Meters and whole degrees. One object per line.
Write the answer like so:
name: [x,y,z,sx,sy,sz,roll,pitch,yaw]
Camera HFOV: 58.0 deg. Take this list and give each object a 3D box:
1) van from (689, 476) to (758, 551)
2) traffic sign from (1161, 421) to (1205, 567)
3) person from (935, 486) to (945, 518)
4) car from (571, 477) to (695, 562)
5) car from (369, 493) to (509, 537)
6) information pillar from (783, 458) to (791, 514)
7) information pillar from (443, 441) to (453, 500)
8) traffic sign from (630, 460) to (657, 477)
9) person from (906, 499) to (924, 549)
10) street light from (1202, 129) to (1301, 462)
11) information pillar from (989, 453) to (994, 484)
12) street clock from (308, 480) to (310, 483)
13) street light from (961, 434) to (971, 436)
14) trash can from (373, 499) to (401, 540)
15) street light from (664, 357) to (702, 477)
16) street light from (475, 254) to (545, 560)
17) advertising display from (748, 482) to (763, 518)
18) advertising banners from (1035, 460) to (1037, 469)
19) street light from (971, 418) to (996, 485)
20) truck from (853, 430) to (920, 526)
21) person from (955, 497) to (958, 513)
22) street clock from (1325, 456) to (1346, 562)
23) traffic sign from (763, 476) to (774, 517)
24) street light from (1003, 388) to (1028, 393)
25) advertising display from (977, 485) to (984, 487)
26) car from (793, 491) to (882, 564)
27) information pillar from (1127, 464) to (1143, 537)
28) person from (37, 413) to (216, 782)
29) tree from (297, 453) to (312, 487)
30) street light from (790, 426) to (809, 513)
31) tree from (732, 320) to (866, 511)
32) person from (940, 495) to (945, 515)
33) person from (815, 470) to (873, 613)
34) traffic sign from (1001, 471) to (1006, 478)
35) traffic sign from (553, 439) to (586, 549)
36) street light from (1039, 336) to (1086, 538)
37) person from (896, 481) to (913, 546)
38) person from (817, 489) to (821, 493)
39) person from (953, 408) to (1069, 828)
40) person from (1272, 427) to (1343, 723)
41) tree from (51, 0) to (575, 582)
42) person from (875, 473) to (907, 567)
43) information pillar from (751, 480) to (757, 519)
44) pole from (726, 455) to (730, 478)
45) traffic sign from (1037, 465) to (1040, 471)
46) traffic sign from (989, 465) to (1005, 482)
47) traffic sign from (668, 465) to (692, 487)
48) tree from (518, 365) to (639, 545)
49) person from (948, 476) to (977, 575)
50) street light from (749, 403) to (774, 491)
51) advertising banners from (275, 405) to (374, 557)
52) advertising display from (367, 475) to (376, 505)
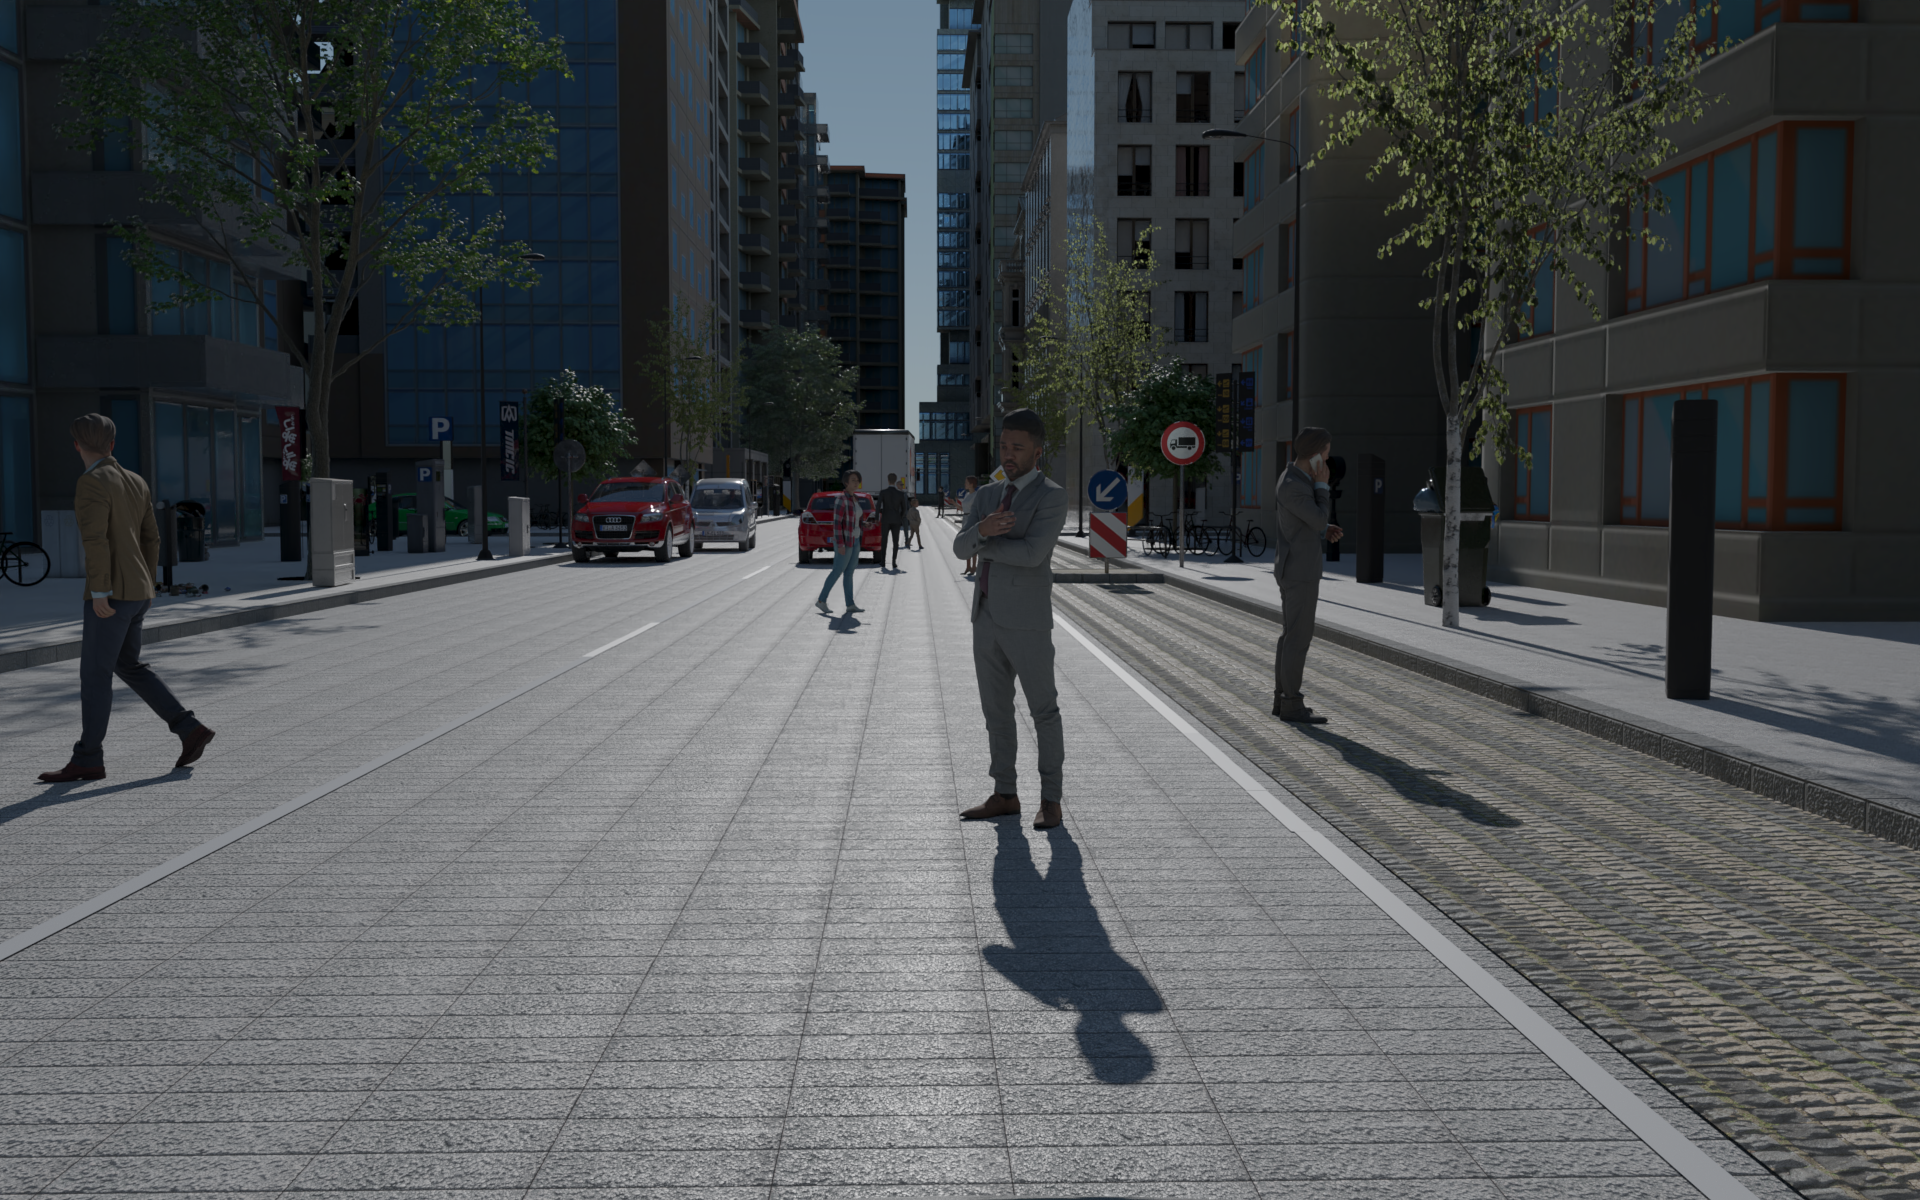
van: [-6.184,-2.300,44.620,2.013,2.044,4.112,0,4,-3]
traffic sign: [3.885,-1.845,30.265,0.768,2.556,0.104,0,4,3]
person: [-1.179,-5.834,103.241,0.474,1.900,0.648,-2,4,-30]
car: [-7.096,-1.792,37.974,2.281,1.827,5.304,0,4,0]
car: [-16.252,-2.711,53.113,4.718,1.807,1.959,0,4,-2]
information pillar: [-10.973,-7.250,109.895,0.504,3.616,0.183,1,4,11]
information pillar: [-17.389,-4.124,58.782,0.504,3.616,0.183,2,4,33]
traffic sign: [-9.284,-2.885,50.808,0.795,2.450,0.064,0,4,-2]
person: [-1.191,-1.966,44.919,0.475,1.303,0.640,2,4,35]
street light: [3.776,-3.039,22.227,1.470,5.913,1.316,0,4,-2]
information pillar: [1.798,-6.596,99.202,0.183,3.616,0.504,2,4,24]
street clock: [-31.951,-4.952,85.530,0.471,2.002,0.358,2,4,35]
street light: [0.789,-9.887,134.188,1.470,5.913,1.316,0,4,-2]
trash can: [-16.053,-2.257,48.561,0.748,1.137,0.748,0,3,0]
street light: [-9.416,-5.264,58.610,1.470,5.913,1.316,0,4,-2]
street light: [-8.718,-3.735,33.616,1.470,5.913,1.316,0,4,-2]
advertising display: [-10.875,-5.280,91.535,0.974,1.923,0.123,1,4,17]
advertising banners: [2.855,-3.997,61.544,0.090,3.025,2.074,-1,4,-12]
street light: [1.597,-8.122,105.343,1.470,5.913,1.316,0,4,-2]
truck: [-3.408,-5.638,81.094,2.839,4.237,11.283,0,4,0]
person: [-0.189,-7.013,127.851,0.352,1.250,0.332,0,4,6]
street clock: [7.097,-1.732,32.896,0.358,2.002,0.471,-1,4,-22]
traffic sign: [-10.648,-5.758,96.275,0.606,2.300,0.079,0,4,7]
street light: [2.486,-6.308,75.678,1.470,5.913,1.316,0,4,-2]
advertising display: [1.425,-6.989,119.478,0.123,1.923,0.974,2,4,29]
car: [-2.531,-1.721,37.172,2.155,1.783,4.494,0,4,-3]
information pillar: [5.231,-3.690,51.690,0.504,3.616,0.183,2,4,32]
person: [-4.278,-0.027,8.845,0.836,1.842,0.656,-2,4,-32]
tree: [-35.378,-6.530,90.478,4.285,4.588,4.351,0,3,0]
street light: [-10.943,-8.863,117.444,1.470,5.913,1.316,0,4,-2]
tree: [-12.027,-13.509,127.527,9.857,13.997,8.962,0,3,0]
person: [-1.240,-6.522,115.227,0.391,1.810,0.635,-3,5,-42]
person: [-1.396,-0.711,20.961,0.643,1.720,0.563,1,4,22]
traffic sign: [1.607,-2.902,51.084,0.795,2.450,0.064,0,4,-2]
traffic sign: [-9.114,-2.465,40.403,0.768,2.556,0.104,0,4,3]
street light: [3.030,-4.803,51.073,1.470,5.913,1.316,0,4,-2]
person: [-1.589,-2.396,47.852,0.661,1.801,0.590,-3,5,-40]
person: [-10.208,-7.168,125.883,0.537,1.800,0.526,1,4,12]
person: [0.209,0.071,7.525,0.511,1.800,0.466,2,4,26]
person: [2.198,-0.161,10.938,0.447,1.846,0.655,0,4,2]
tree: [-9.415,-6.096,25.419,9.928,11.665,9.643,0,3,0]
person: [-1.383,-1.569,33.930,0.659,1.850,0.755,-1,4,-11]
information pillar: [-10.775,-5.237,90.117,0.304,2.012,0.304,2,4,32]
pole: [-12.082,-5.898,90.270,0.158,3.312,0.155,0,3,0]
traffic sign: [2.815,-4.237,69.381,0.768,2.556,0.104,0,3,0]
traffic sign: [1.389,-3.390,59.066,0.795,2.450,0.064,0,4,-2]
traffic sign: [-9.502,-3.373,58.790,0.795,2.450,0.064,0,4,-2]
tree: [-9.902,-3.698,44.168,4.285,4.588,4.351,0,3,0]
person: [0.099,-1.320,30.647,0.524,1.755,0.480,-2,4,-32]
street light: [-10.129,-7.059,87.951,1.470,5.913,1.316,0,4,-2]
advertising banners: [-12.832,-2.374,35.004,0.090,3.025,2.074,3,5,40]
advertising display: [-19.413,-3.219,57.845,0.123,1.923,0.974,1,4,19]
